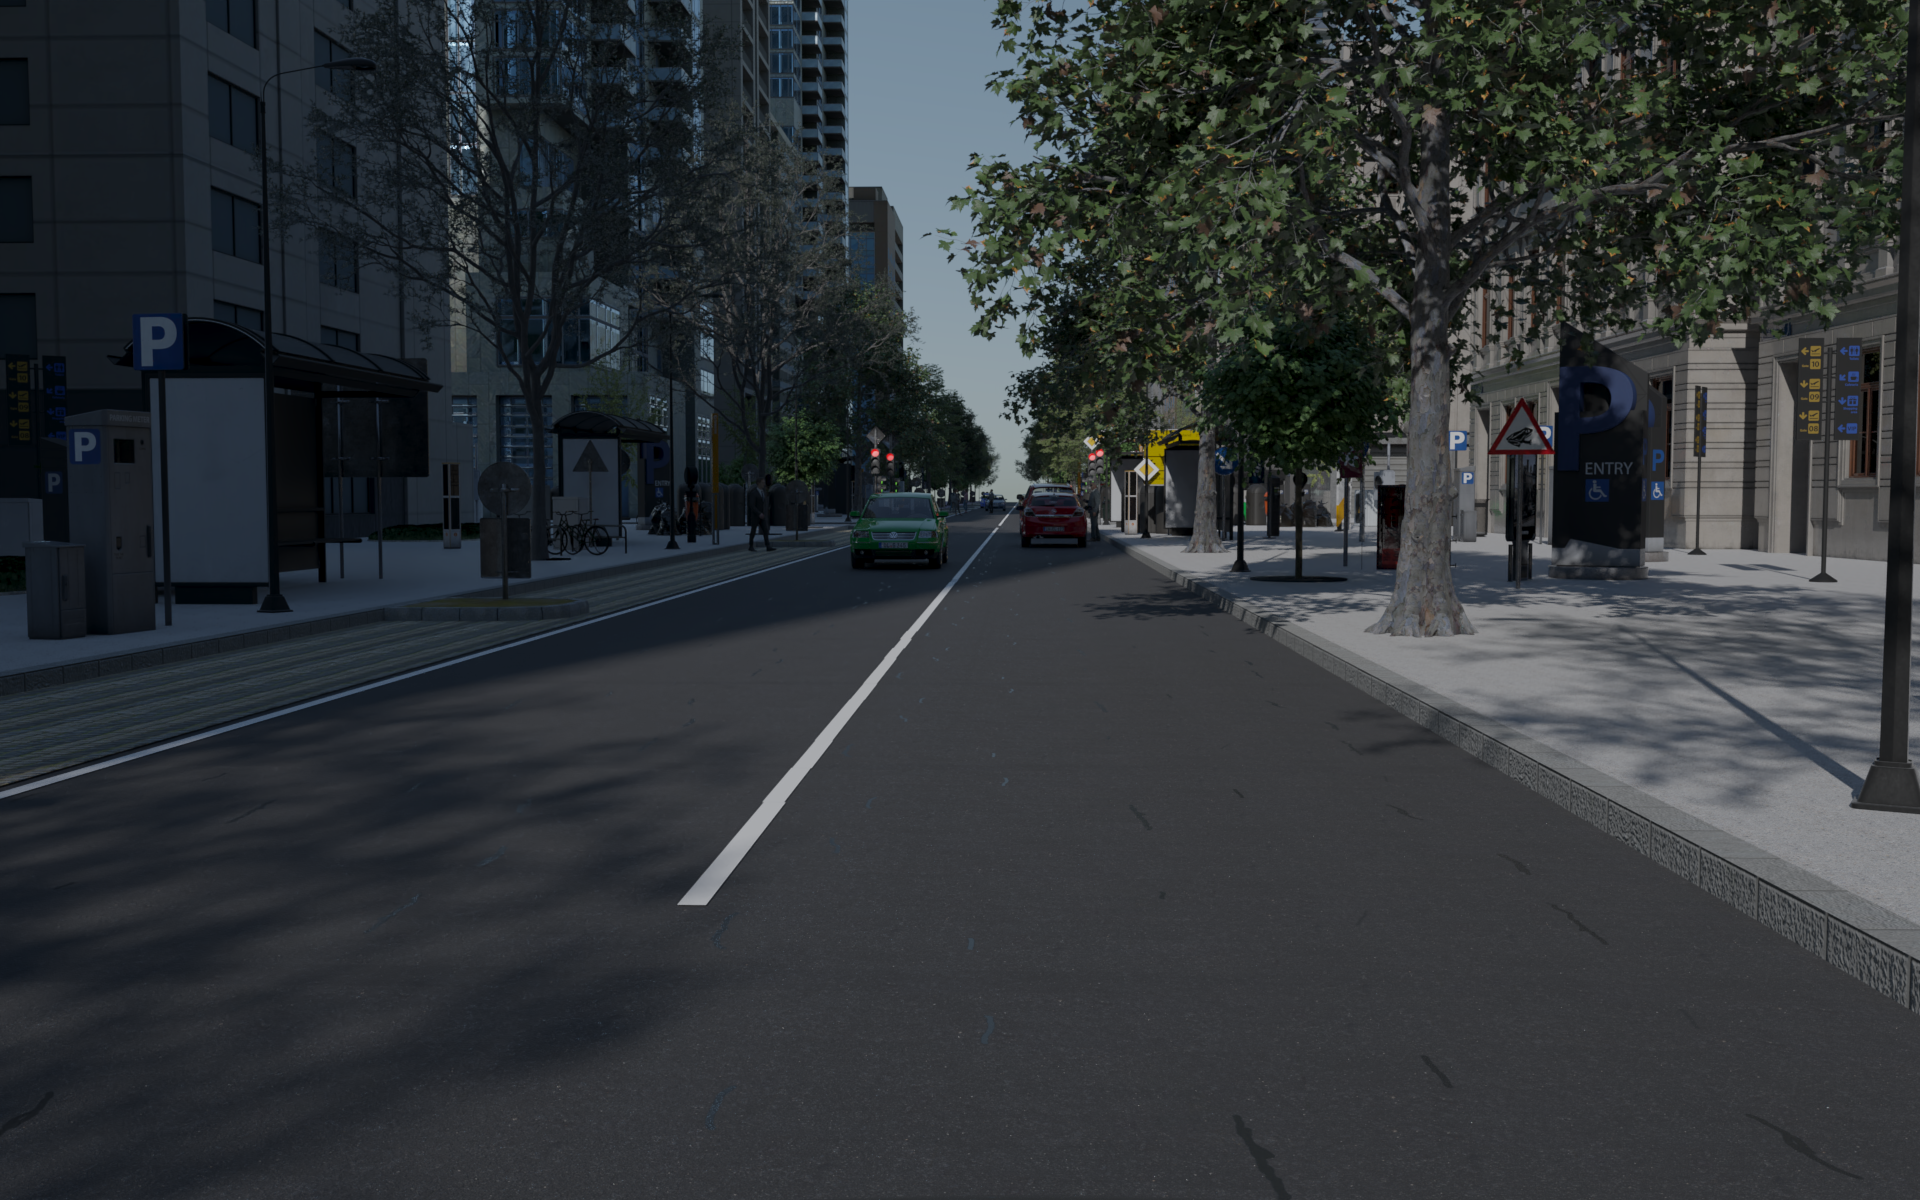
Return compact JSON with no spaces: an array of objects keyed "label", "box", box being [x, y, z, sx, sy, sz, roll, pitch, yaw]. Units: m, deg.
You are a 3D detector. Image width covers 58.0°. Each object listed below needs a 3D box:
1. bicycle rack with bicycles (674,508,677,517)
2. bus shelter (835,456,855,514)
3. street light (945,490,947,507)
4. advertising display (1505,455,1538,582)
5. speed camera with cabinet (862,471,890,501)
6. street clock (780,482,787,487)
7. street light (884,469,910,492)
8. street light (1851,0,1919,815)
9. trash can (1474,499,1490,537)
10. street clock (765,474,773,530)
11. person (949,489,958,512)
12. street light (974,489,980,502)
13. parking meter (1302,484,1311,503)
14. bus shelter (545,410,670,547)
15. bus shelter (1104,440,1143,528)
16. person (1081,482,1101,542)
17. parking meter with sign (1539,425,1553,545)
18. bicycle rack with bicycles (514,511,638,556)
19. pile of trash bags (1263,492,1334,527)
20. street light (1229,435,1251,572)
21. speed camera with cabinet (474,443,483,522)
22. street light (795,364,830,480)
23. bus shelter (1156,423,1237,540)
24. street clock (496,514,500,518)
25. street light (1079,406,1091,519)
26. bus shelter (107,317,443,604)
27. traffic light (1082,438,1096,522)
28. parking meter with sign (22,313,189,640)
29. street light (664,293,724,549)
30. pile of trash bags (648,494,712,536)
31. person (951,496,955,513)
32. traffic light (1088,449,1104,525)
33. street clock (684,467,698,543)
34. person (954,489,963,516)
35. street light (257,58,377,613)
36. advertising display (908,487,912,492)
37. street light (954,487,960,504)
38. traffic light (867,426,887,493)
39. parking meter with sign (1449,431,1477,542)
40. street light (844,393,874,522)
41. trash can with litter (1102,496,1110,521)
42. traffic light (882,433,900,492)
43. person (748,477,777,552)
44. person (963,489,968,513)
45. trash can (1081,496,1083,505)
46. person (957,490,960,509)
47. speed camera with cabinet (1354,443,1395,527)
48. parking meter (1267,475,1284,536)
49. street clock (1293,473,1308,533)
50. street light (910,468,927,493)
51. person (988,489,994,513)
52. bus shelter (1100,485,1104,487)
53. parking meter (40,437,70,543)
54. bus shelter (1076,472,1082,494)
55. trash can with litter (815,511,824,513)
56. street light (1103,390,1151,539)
[{"label":"bicycle rack with bicycles","box":[-10.794,-3.193,65.593,2.925,0.926,2.852,-1,4,-19]},{"label":"bus shelter","box":[-6.984,-7.165,108.430,1.731,3.624,6.357,0,4,2]},{"label":"street light","box":[-1.735,-11.236,156.253,1.470,5.913,1.316,0,4,2]},{"label":"advertising display","box":[8.306,-1.249,25.638,0.123,1.923,0.974,3,4,37]},{"label":"speed camera with cabinet","box":[-5.101,-6.886,106.914,2.038,3.252,0.660,-2,4,-34]},{"label":"street clock","box":[-8.406,-4.834,83.613,0.471,2.002,0.358,1,4,13]},{"label":"street light","box":[-3.856,-7.904,101.774,1.470,5.913,1.316,0,4,2]},{"label":"street light","box":[3.284,-2.105,6.952,1.470,5.913,1.316,0,4,2]},{"label":"trash can","box":[15.460,-2.455,51.793,0.748,1.137,0.748,0,3,0]},{"label":"street clock","box":[-6.881,-3.484,61.533,0.358,2.002,0.471,2,4,30]},{"label":"person","box":[-0.532,-7.664,133.784,0.713,1.824,0.794,-1,4,-21]},{"label":"street light","box":[2.166,-17.715,262.183,1.470,5.913,1.316,0,4,2]},{"label":"parking meter","box":[17.800,-5.091,88.950,0.399,1.863,0.255,1,4,19]},{"label":"bus shelter","box":[-8.941,-3.103,44.658,2.014,3.302,5.546,0,4,2]},{"label":"bus shelter","box":[6.408,-4.264,63.643,2.014,3.302,5.546,0,4,2]},{"label":"person","box":[3.985,-2.677,52.452,0.590,1.801,0.661,-1,4,-10]},{"label":"parking meter with sign","box":[15.078,-2.876,43.288,0.543,3.016,1.738,-1,4,-19]},{"label":"bicycle rack with bicycles","box":[-8.402,-1.445,37.015,2.925,0.926,2.852,3,4,39]},{"label":"pile of trash bags","box":[12.910,-3.514,67.202,3.447,1.369,1.912,-3,5,-45]},{"label":"street light","box":[4.084,-3.418,28.432,1.470,5.913,1.316,0,4,2]},{"label":"speed camera with cabinet","box":[-19.105,-4.503,67.958,0.660,3.252,2.038,-1,4,-12]},{"label":"street light","box":[-5.321,-5.469,61.967,1.470,5.913,1.316,0,4,2]},{"label":"bus shelter","box":[6.919,-3.458,50.465,2.014,3.302,5.546,0,4,2]},{"label":"street clock","box":[-15.692,-3.330,59.021,0.471,2.002,0.358,-3,4,-38]},{"label":"street light","box":[5.506,-6.046,71.398,1.470,5.913,1.316,0,4,2]},{"label":"bus shelter","box":[-8.644,-1.754,22.599,2.014,3.302,5.546,0,4,2]},{"label":"traffic light","box":[6.030,-5.539,79.477,0.839,4.253,0.868,0,4,2]},{"label":"parking meter with sign","box":[-7.874,-1.207,15.988,0.543,3.016,1.738,1,4,11]},{"label":"street light","box":[-6.148,-4.132,40.100,1.470,5.913,1.316,0,4,2]},{"label":"pile of trash bags","box":[-8.575,-2.701,53.917,1.912,1.369,3.447,-1,4,-19]},{"label":"person","box":[-0.417,-7.122,127.537,0.503,1.515,0.523,-1,4,-15]},{"label":"traffic light","box":[5.730,-5.051,71.497,0.839,4.253,0.868,0,4,2]},{"label":"street clock","box":[-7.082,-2.514,45.668,0.358,2.002,0.471,-2,4,-29]},{"label":"person","box":[-0.115,-6.491,114.903,0.573,1.790,0.520,0,4,3]},{"label":"street light","box":[-6.905,-2.818,18.619,1.470,5.913,1.316,0,4,2]},{"label":"advertising display","box":[-4.308,-8.191,139.138,0.974,1.923,0.123,1,4,19]},{"label":"street light","box":[-0.997,-12.566,177.991,1.470,5.913,1.316,0,4,2]},{"label":"traffic light","box":[-3.475,-5.071,71.825,0.839,4.253,0.868,0,4,2]},{"label":"parking meter with sign","box":[13.630,-3.096,46.880,0.543,3.016,1.738,0,4,2]},{"label":"street light","box":[-4.634,-6.566,79.890,1.470,5.913,1.316,0,4,2]},{"label":"trash can with litter","box":[7.233,-4.315,81.935,1.055,1.170,0.624,1,4,14]},{"label":"traffic light","box":[-3.176,-5.559,79.805,0.839,4.253,0.868,0,4,2]},{"label":"person","box":[-4.918,-2.116,42.881,0.755,1.850,0.659,2,4,29]},{"label":"person","box":[0.414,-7.429,129.978,0.388,1.821,0.555,-2,4,-32]},{"label":"trash can","box":[8.587,-6.551,118.768,0.748,1.137,0.748,0,3,0]},{"label":"person","box":[-0.221,-9.384,161.951,0.705,1.821,1.348,0,4,-6]},{"label":"speed camera with cabinet","box":[16.257,-4.502,67.948,0.660,3.252,2.038,-1,4,-19]},{"label":"parking meter","box":[9.536,-2.872,52.672,0.255,1.863,0.399,-1,4,-22]},{"label":"street clock","box":[11.126,-3.187,56.684,0.471,2.002,0.358,0,4,6]},{"label":"street light","box":[-3.034,-9.218,123.253,1.470,5.913,1.316,0,4,2]},{"label":"person","box":[2.312,-7.384,129.412,0.473,1.802,0.592,2,4,23]},{"label":"bus shelter","box":[9.384,-7.259,109.970,1.731,3.624,6.357,0,4,2]},{"label":"parking meter","box":[-9.229,-0.745,17.885,0.399,1.863,0.255,1,4,18]},{"label":"bus shelter","box":[11.042,-9.576,150.483,2.014,3.302,5.546,0,4,2]},{"label":"trash can with litter","box":[-10.395,-6.691,120.463,1.678,1.210,2.233,-3,5,-42]},{"label":"street light","box":[4.842,-4.732,49.913,1.470,5.913,1.316,0,4,2]}]
